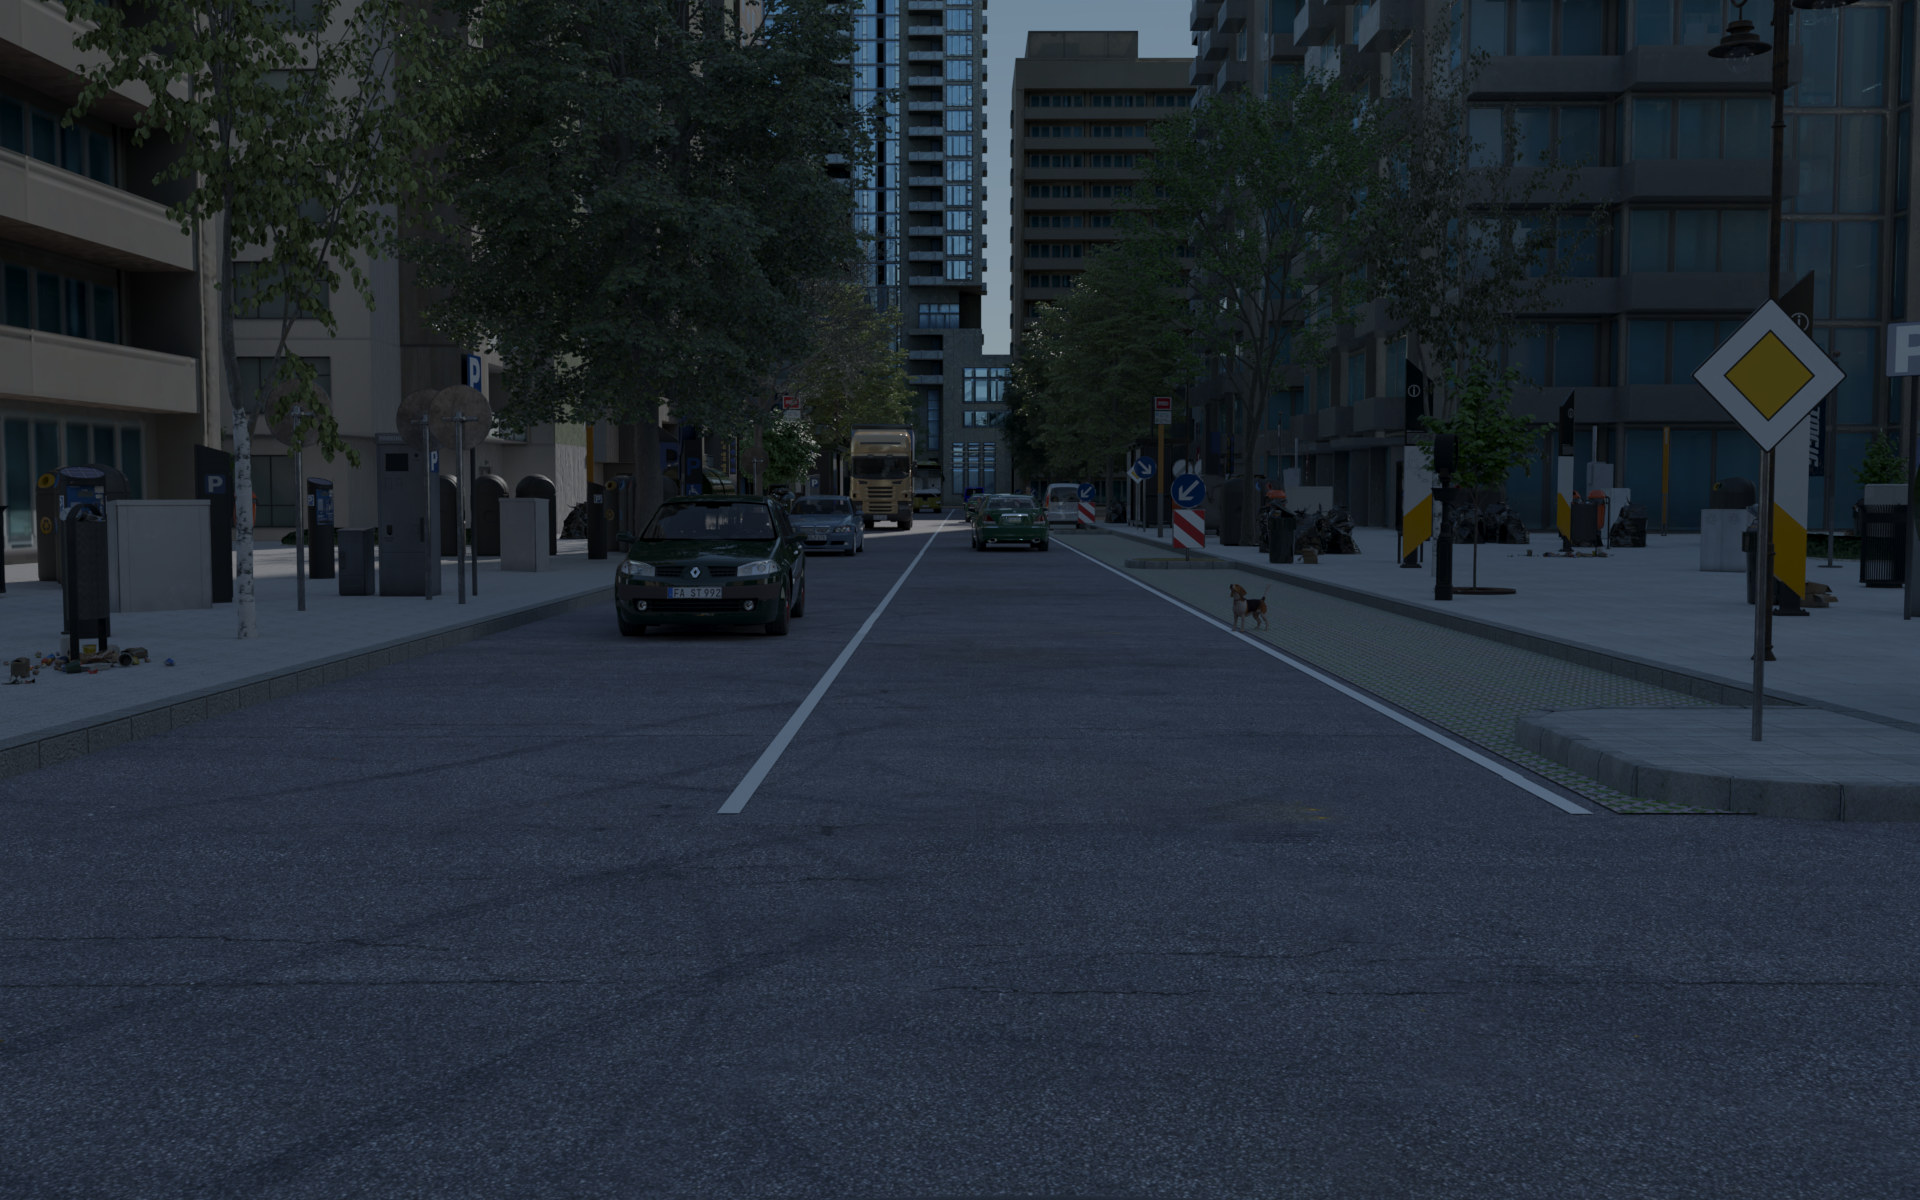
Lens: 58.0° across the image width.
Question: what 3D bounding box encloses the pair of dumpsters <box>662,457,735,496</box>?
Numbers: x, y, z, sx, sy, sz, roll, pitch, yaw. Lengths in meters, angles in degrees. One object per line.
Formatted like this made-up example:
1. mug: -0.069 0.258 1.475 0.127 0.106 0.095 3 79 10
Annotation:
1. pair of dumpsters: -6.799 -2.562 44.377 1.574 2.255 4.437 0 4 0

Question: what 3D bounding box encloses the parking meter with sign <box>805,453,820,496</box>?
1. parking meter with sign: -5.758 -4.348 67.355 0.543 3.016 1.738 -1 4 -19

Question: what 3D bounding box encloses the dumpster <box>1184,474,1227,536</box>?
1. dumpster: 7.351 -2.809 51.681 1.264 1.857 1.865 0 3 0

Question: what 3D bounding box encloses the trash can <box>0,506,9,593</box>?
1. trash can: -12.108 -0.591 21.320 0.748 1.137 0.748 0 3 0

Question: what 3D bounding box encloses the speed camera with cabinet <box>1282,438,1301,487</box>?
1. speed camera with cabinet: 11.832 -4.146 62.131 0.660 3.252 2.038 0 4 8

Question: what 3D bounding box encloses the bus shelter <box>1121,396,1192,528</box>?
1. bus shelter: 7.630 -5.581 68.876 2.179 5.291 8.768 0 4 0

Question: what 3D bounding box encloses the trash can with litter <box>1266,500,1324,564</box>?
1. trash can with litter: 6.196 -1.263 32.037 1.055 1.170 0.624 1 4 9

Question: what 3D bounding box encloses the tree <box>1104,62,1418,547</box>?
1. tree: 7.223 -7.117 42.114 9.928 11.665 9.643 0 3 0

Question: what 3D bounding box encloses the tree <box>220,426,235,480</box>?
1. tree: -18.667 -2.951 42.853 1.663 3.219 1.824 0 3 0

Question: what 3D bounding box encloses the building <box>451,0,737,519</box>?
1. building: -21.467 -25.786 105.197 14.154 41.232 14.086 0 4 0

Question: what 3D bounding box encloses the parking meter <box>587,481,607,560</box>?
1. parking meter: -7.137 -1.569 34.069 0.372 1.533 0.369 0 3 0

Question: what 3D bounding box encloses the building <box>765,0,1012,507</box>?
1. building: -10.201 -53.296 184.067 31.000 86.520 22.319 0 4 0

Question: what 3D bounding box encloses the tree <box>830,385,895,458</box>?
1. tree: -6.409 -9.798 110.558 4.360 8.622 3.978 0 3 0

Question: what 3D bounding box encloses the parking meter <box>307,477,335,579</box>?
1. parking meter: -9.689 -1.092 26.264 0.372 1.533 0.369 0 3 0

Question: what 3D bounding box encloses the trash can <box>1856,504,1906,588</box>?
1. trash can: 12.699 -0.741 23.768 0.748 1.137 0.748 0 3 0

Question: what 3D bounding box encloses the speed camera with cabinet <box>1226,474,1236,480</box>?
1. speed camera with cabinet: 13.011 -5.302 81.031 0.660 3.252 2.038 -1 4 -12

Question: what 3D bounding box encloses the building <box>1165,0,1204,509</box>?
1. building: 26.598 -50.287 134.870 22.319 86.520 31.000 0 4 0

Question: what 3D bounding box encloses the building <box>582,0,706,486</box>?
1. building: -21.488 -19.537 91.127 14.160 30.474 14.107 0 4 0

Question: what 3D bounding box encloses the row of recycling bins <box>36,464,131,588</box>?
1. row of recycling bins: -12.443 -1.073 24.657 1.069 1.692 3.534 -2 4 -33

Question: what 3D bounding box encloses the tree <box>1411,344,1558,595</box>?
1. tree: 6.669 -1.709 22.543 1.663 3.219 1.824 0 3 0

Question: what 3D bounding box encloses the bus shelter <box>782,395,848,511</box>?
1. bus shelter: -6.109 -5.838 73.083 2.179 5.291 8.768 0 4 0

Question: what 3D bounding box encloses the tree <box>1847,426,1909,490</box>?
1. tree: 26.274 -3.370 49.694 1.663 3.219 1.824 0 3 0

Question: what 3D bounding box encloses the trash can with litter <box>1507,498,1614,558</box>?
1. trash can with litter: 12.358 -1.495 35.501 2.233 1.210 1.678 1 4 10

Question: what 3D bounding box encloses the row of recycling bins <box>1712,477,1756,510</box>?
1. row of recycling bins: 19.400 -2.217 43.358 1.069 1.692 3.534 1 4 21

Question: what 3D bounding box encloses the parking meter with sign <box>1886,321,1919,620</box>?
1. parking meter with sign: 10.308 -1.335 18.091 1.738 3.016 0.543 -3 4 -39

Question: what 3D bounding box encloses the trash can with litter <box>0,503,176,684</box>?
1. trash can with litter: -6.675 -0.100 12.696 1.678 1.210 2.233 0 4 -4

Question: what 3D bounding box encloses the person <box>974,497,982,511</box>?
1. person: 0.829 -3.592 71.508 0.475 1.303 0.640 -1 4 -12

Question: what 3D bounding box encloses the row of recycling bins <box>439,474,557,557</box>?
1. row of recycling bins: -10.189 -1.766 35.989 3.534 1.692 1.069 -1 4 -12

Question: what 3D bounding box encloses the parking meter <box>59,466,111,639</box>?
1. parking meter: -7.807 -0.431 15.451 0.372 1.533 0.369 0 3 0

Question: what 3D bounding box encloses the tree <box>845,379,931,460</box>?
1. tree: -6.435 -13.869 152.518 9.928 11.665 9.643 0 3 0

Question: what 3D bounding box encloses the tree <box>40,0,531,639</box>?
1. tree: -6.100 -3.964 15.169 4.737 8.622 4.395 0 3 0

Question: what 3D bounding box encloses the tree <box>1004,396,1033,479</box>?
1. tree: 7.371 -14.187 150.078 7.486 12.596 7.792 0 3 0

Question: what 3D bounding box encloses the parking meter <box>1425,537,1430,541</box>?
1. parking meter: 12.621 -2.368 47.131 0.372 1.533 0.369 0 3 0

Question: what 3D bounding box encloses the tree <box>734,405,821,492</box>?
1. tree: -6.786 -4.912 64.023 4.285 4.588 4.351 0 3 0

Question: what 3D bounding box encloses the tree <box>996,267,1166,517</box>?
1. tree: 7.434 -11.716 98.213 9.857 13.997 8.962 0 3 0

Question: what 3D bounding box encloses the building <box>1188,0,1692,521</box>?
1. building: 26.054 -29.709 105.345 23.786 49.044 30.456 0 4 0

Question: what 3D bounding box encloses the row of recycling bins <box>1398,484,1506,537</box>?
1. row of recycling bins: 14.703 -2.735 51.835 1.069 1.692 3.534 -3 5 -44

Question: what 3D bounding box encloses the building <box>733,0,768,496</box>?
1. building: -21.057 -28.699 119.335 14.600 45.320 14.200 0 4 0

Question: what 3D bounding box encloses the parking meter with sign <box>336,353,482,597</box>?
1. parking meter with sign: -6.949 -1.562 21.805 1.738 3.016 0.543 0 4 2

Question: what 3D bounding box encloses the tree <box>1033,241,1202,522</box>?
1. tree: 7.189 -9.792 78.227 7.486 12.596 7.792 0 3 0

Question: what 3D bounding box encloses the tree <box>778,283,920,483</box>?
1. tree: -5.930 -10.716 93.334 7.486 12.596 7.792 0 3 0

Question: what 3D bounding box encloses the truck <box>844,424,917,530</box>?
1. truck: -3.151 -5.056 71.584 2.839 4.237 11.283 0 4 -1

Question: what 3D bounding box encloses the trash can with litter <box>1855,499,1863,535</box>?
1. trash can with litter: 24.521 -2.199 47.342 0.624 1.170 1.055 0 4 -5

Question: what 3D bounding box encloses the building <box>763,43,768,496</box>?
1. building: -29.097 -29.719 140.527 28.867 44.769 22.147 0 4 0

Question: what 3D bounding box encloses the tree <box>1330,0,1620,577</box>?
1. tree: 7.422 -4.646 26.324 4.360 8.622 3.978 0 3 0

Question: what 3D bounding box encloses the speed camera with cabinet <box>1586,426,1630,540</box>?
1. speed camera with cabinet: 18.593 -3.384 49.663 0.660 3.252 2.038 0 4 1

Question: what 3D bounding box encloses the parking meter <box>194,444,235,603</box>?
1. parking meter: -8.784 -0.900 20.431 0.399 1.863 0.255 -2 4 -33

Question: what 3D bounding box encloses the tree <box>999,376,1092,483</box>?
1. tree: 6.687 -11.189 117.351 8.767 10.594 7.601 1 4 9

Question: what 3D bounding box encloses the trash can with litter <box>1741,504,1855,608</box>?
1. trash can with litter: 9.565 -0.522 19.926 0.624 1.170 1.055 -2 4 -35

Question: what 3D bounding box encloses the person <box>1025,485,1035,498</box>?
1. person: 2.370 -3.150 60.757 0.760 1.731 0.466 2 4 35

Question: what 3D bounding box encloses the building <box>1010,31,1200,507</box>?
1. building: 16.101 -34.375 185.731 21.600 48.544 21.300 0 4 0

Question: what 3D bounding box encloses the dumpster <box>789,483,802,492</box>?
1. dumpster: -7.642 -4.584 80.700 1.264 1.857 1.865 0 4 0

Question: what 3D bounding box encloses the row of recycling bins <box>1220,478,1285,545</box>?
1. row of recycling bins: 7.605 -2.328 45.180 1.069 1.692 3.534 2 4 27

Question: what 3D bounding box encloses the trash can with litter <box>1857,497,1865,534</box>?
1. trash can with litter: 22.654 -2.003 43.801 1.678 1.210 2.233 -2 4 -30

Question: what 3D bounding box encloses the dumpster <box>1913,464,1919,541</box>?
1. dumpster: 6.722 -0.454 9.923 1.502 2.255 1.985 0 4 0

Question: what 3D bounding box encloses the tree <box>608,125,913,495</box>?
1. tree: -6.433 -8.868 55.355 12.009 13.543 11.850 0 3 0

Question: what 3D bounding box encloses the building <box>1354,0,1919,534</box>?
1. building: 25.774 -27.432 68.115 23.786 49.044 30.456 0 4 0

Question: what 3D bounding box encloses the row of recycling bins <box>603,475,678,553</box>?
1. row of recycling bins: -6.931 -1.867 37.632 1.069 1.692 3.534 -2 4 -26

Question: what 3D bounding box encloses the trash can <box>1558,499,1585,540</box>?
1. trash can: 17.203 -2.273 48.823 0.748 1.137 0.748 0 3 0

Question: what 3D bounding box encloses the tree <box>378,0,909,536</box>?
1. tree: -5.794 -7.658 31.869 9.857 13.997 8.962 0 3 0
